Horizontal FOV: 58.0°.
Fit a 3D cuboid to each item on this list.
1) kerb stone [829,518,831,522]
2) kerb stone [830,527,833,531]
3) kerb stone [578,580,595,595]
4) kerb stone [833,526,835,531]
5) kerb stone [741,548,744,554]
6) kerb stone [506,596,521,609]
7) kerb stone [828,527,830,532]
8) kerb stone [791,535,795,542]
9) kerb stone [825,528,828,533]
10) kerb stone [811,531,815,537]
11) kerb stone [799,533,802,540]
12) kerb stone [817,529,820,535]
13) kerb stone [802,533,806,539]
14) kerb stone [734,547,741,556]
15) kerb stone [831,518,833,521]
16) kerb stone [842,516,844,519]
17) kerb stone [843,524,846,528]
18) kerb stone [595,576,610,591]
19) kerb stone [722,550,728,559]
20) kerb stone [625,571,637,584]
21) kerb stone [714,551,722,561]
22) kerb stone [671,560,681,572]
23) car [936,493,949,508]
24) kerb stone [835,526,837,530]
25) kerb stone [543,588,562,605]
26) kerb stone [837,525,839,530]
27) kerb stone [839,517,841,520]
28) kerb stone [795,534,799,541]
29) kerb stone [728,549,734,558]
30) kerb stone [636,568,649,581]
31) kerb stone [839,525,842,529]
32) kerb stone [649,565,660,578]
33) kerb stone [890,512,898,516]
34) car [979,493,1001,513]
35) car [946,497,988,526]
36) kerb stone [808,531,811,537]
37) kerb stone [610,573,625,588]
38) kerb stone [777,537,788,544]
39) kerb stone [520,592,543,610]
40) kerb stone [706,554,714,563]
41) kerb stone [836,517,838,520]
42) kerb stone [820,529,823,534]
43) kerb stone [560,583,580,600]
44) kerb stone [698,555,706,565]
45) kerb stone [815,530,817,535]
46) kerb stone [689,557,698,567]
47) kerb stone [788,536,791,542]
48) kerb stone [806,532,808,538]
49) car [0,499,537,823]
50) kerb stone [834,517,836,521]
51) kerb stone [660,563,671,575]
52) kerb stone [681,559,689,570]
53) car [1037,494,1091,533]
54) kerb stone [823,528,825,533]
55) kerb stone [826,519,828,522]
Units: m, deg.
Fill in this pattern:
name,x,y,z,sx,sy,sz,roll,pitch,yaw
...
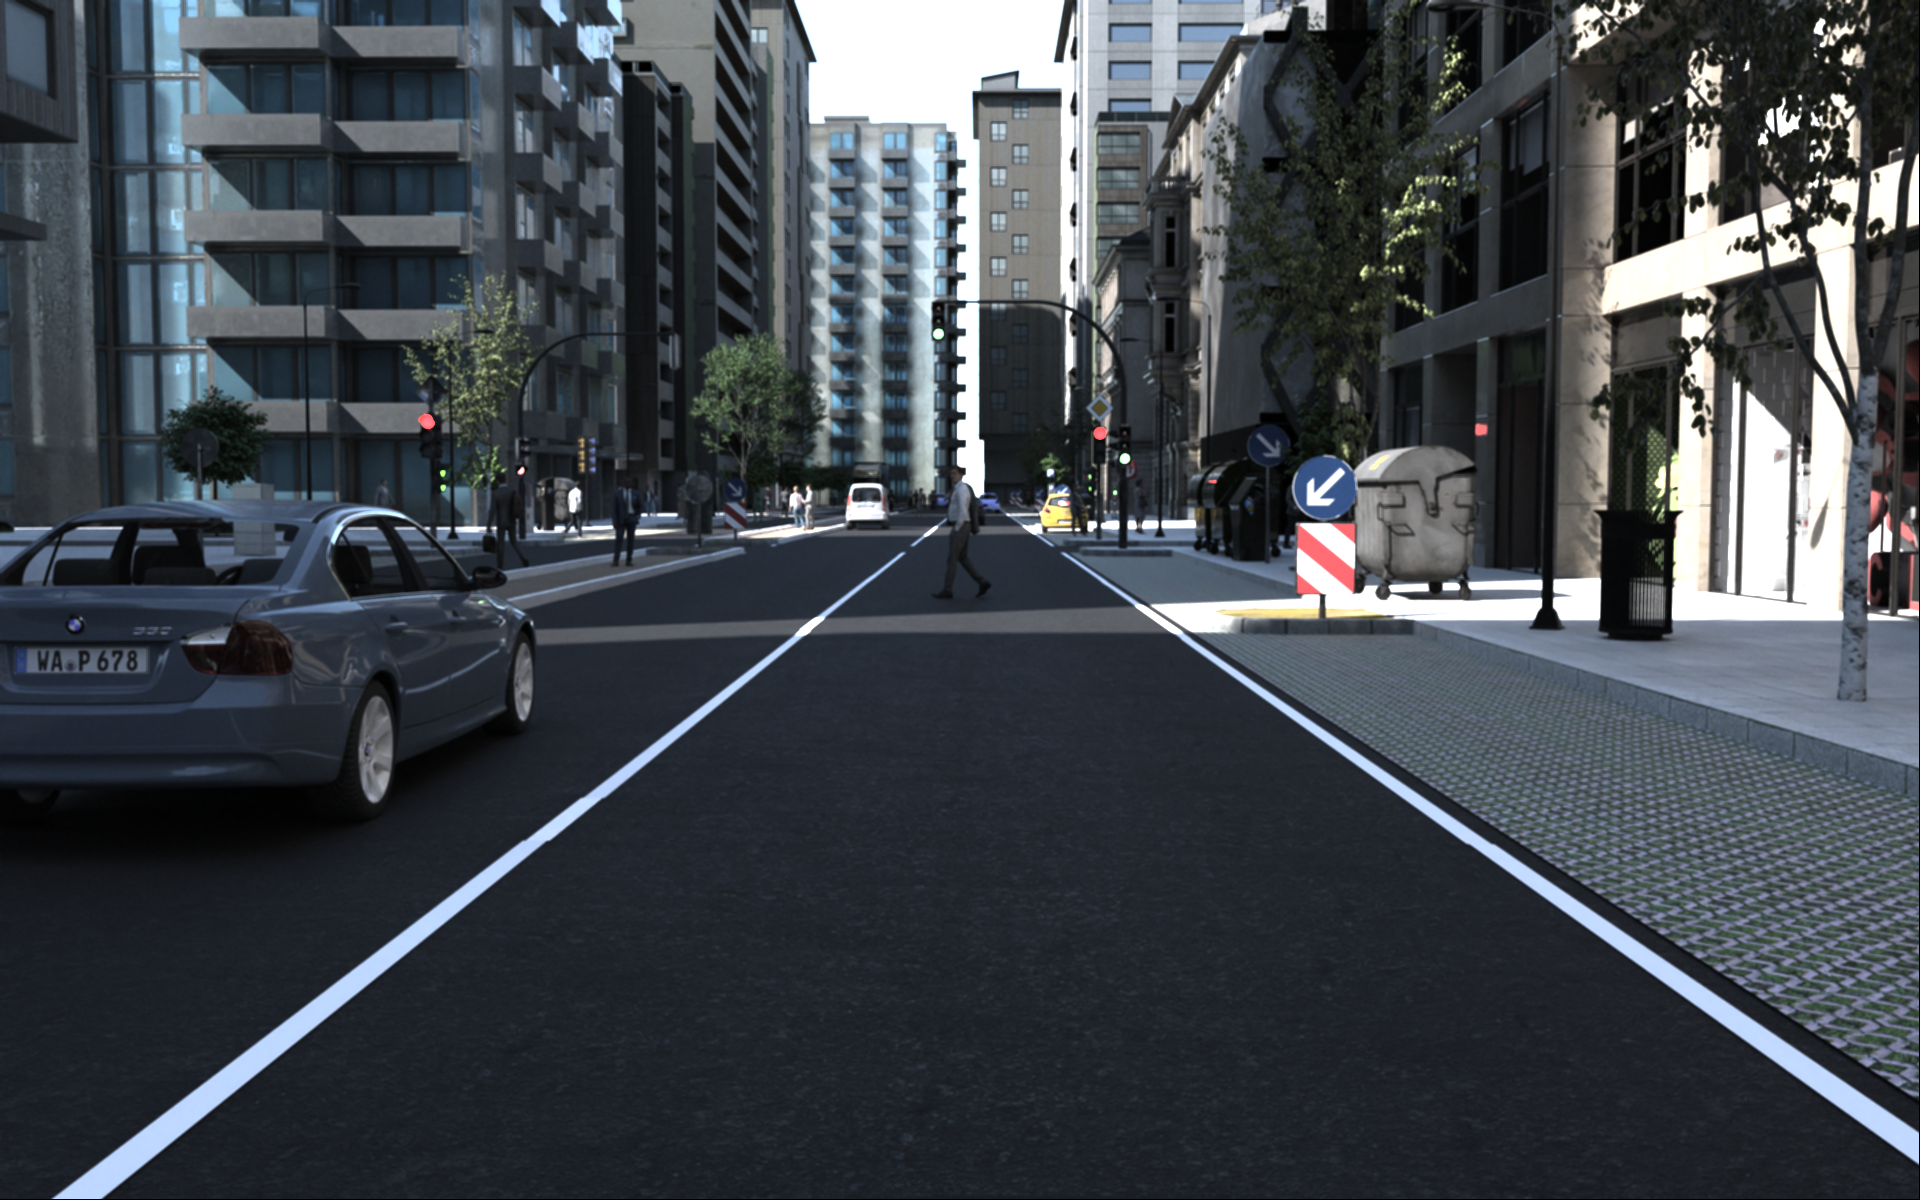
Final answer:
name,x,y,z,sx,sy,sz,roll,pitch,yaw
kerb stone,-6.852,-4.073,88.990,0.120,0.150,1.000,0,4,1
kerb stone,-4.999,-2.636,65.341,0.120,0.150,1.000,0,4,1
kerb stone,-5.431,-0.159,24.816,0.120,0.150,1.000,0,4,1
kerb stone,-4.994,-2.701,66.363,0.120,0.150,1.000,0,4,1
kerb stone,-5.259,-1.158,41.197,0.120,0.150,1.000,0,4,1
kerb stone,-5.468,0.092,20.711,0.120,0.150,1.000,0,4,1
kerb stone,-5.010,-2.572,64.318,0.120,0.150,1.000,0,4,1
kerb stone,-5.147,-1.819,52.027,0.120,0.150,1.000,0,4,1
kerb stone,-5.024,-2.514,63.296,0.120,0.150,1.000,0,4,1
kerb stone,-5.075,-2.197,58.167,0.120,0.150,1.000,0,4,1
kerb stone,-5.125,-1.950,54.078,0.120,0.150,1.000,0,4,1
kerb stone,-5.059,-2.325,60.216,0.120,0.150,1.000,0,4,1
kerb stone,-5.105,-2.013,55.100,0.120,0.150,1.000,0,4,1
kerb stone,-5.270,-1.098,40.172,0.120,0.150,1.000,0,4,1
kerb stone,-6.841,-4.148,90.020,0.120,0.150,1.000,0,4,1
kerb stone,-6.768,-4.587,97.190,0.120,0.150,1.000,0,4,1
kerb stone,-4.926,-3.015,71.492,0.120,0.150,1.000,0,4,1
kerb stone,-5.419,-0.223,25.839,0.120,0.150,1.000,0,4,1
kerb stone,-5.288,-0.970,38.118,0.120,0.150,1.000,0,4,1
kerb stone,-5.395,-0.342,27.883,0.120,0.150,1.000,0,4,1
kerb stone,-5.289,-0.905,37.090,0.120,0.150,1.000,0,4,1
kerb stone,-5.348,-0.598,31.970,0.120,0.150,1.000,0,4,1
car,-2.087,-10.261,177.350,1.945,1.707,3.694,0,4,2
kerb stone,-4.977,-2.762,67.385,0.120,0.150,1.000,0,4,1
kerb stone,-5.449,-0.032,22.765,0.120,0.150,1.000,0,4,1
kerb stone,-4.965,-2.828,68.425,0.120,0.150,1.000,0,4,1
kerb stone,-6.788,-4.461,95.144,0.120,0.150,1.000,0,4,1
kerb stone,-5.133,-1.886,53.052,0.120,0.150,1.000,0,4,1
kerb stone,-5.284,-1.036,39.139,0.120,0.150,1.000,0,4,1
kerb stone,-5.386,-0.409,28.905,0.120,0.150,1.000,0,4,1
kerb stone,-4.950,-2.890,69.448,0.120,0.150,1.000,0,4,1
kerb stone,-5.373,-0.473,29.926,0.120,0.150,1.000,0,4,1
kerb stone,-4.459,-5.776,116.639,0.120,0.150,1.000,0,4,1
car,2.077,-7.312,129.135,1.945,1.707,3.694,0,4,-1
car,0.299,-4.143,80.313,1.945,1.354,3.894,0,4,1
kerb stone,-5.095,-2.131,57.145,0.120,0.150,1.000,0,4,1
kerb stone,-5.405,-0.285,26.861,0.120,0.150,1.000,0,4,1
kerb stone,-5.164,-1.699,49.976,0.120,0.150,1.000,0,4,1
kerb stone,-5.456,0.028,21.734,0.120,0.150,1.000,0,4,1
kerb stone,-5.314,-0.848,36.066,0.120,0.150,1.000,0,4,1
kerb stone,-6.807,-4.334,93.092,0.120,0.150,1.000,0,4,1
kerb stone,-5.037,-2.387,61.238,0.120,0.150,1.000,0,4,1
kerb stone,-5.433,-0.098,23.794,0.120,0.150,1.000,0,4,1
kerb stone,-5.322,-0.786,35.040,0.120,0.150,1.000,0,4,1
kerb stone,-5.071,-2.263,59.189,0.120,0.150,1.000,0,4,1
kerb stone,-5.337,-0.723,34.015,0.120,0.150,1.000,0,4,1
kerb stone,-5.155,-1.762,50.998,0.120,0.150,1.000,0,4,1
kerb stone,-5.102,-2.075,56.123,0.120,0.150,1.000,0,4,1
car,-3.446,0.192,8.857,2.014,1.417,4.499,0,4,-1
kerb stone,-6.817,-4.274,92.069,0.120,0.150,1.000,0,4,1
kerb stone,-5.367,-0.535,30.948,0.120,0.150,1.000,0,4,1
kerb stone,-5.348,-0.660,32.992,0.120,0.150,1.000,0,4,1
car,3.885,-3.322,64.539,2.015,1.641,3.980,0,4,2
kerb stone,-5.031,-2.451,62.262,0.120,0.150,1.000,0,4,1
kerb stone,-6.869,-3.960,86.943,0.120,0.150,1.000,0,4,1
